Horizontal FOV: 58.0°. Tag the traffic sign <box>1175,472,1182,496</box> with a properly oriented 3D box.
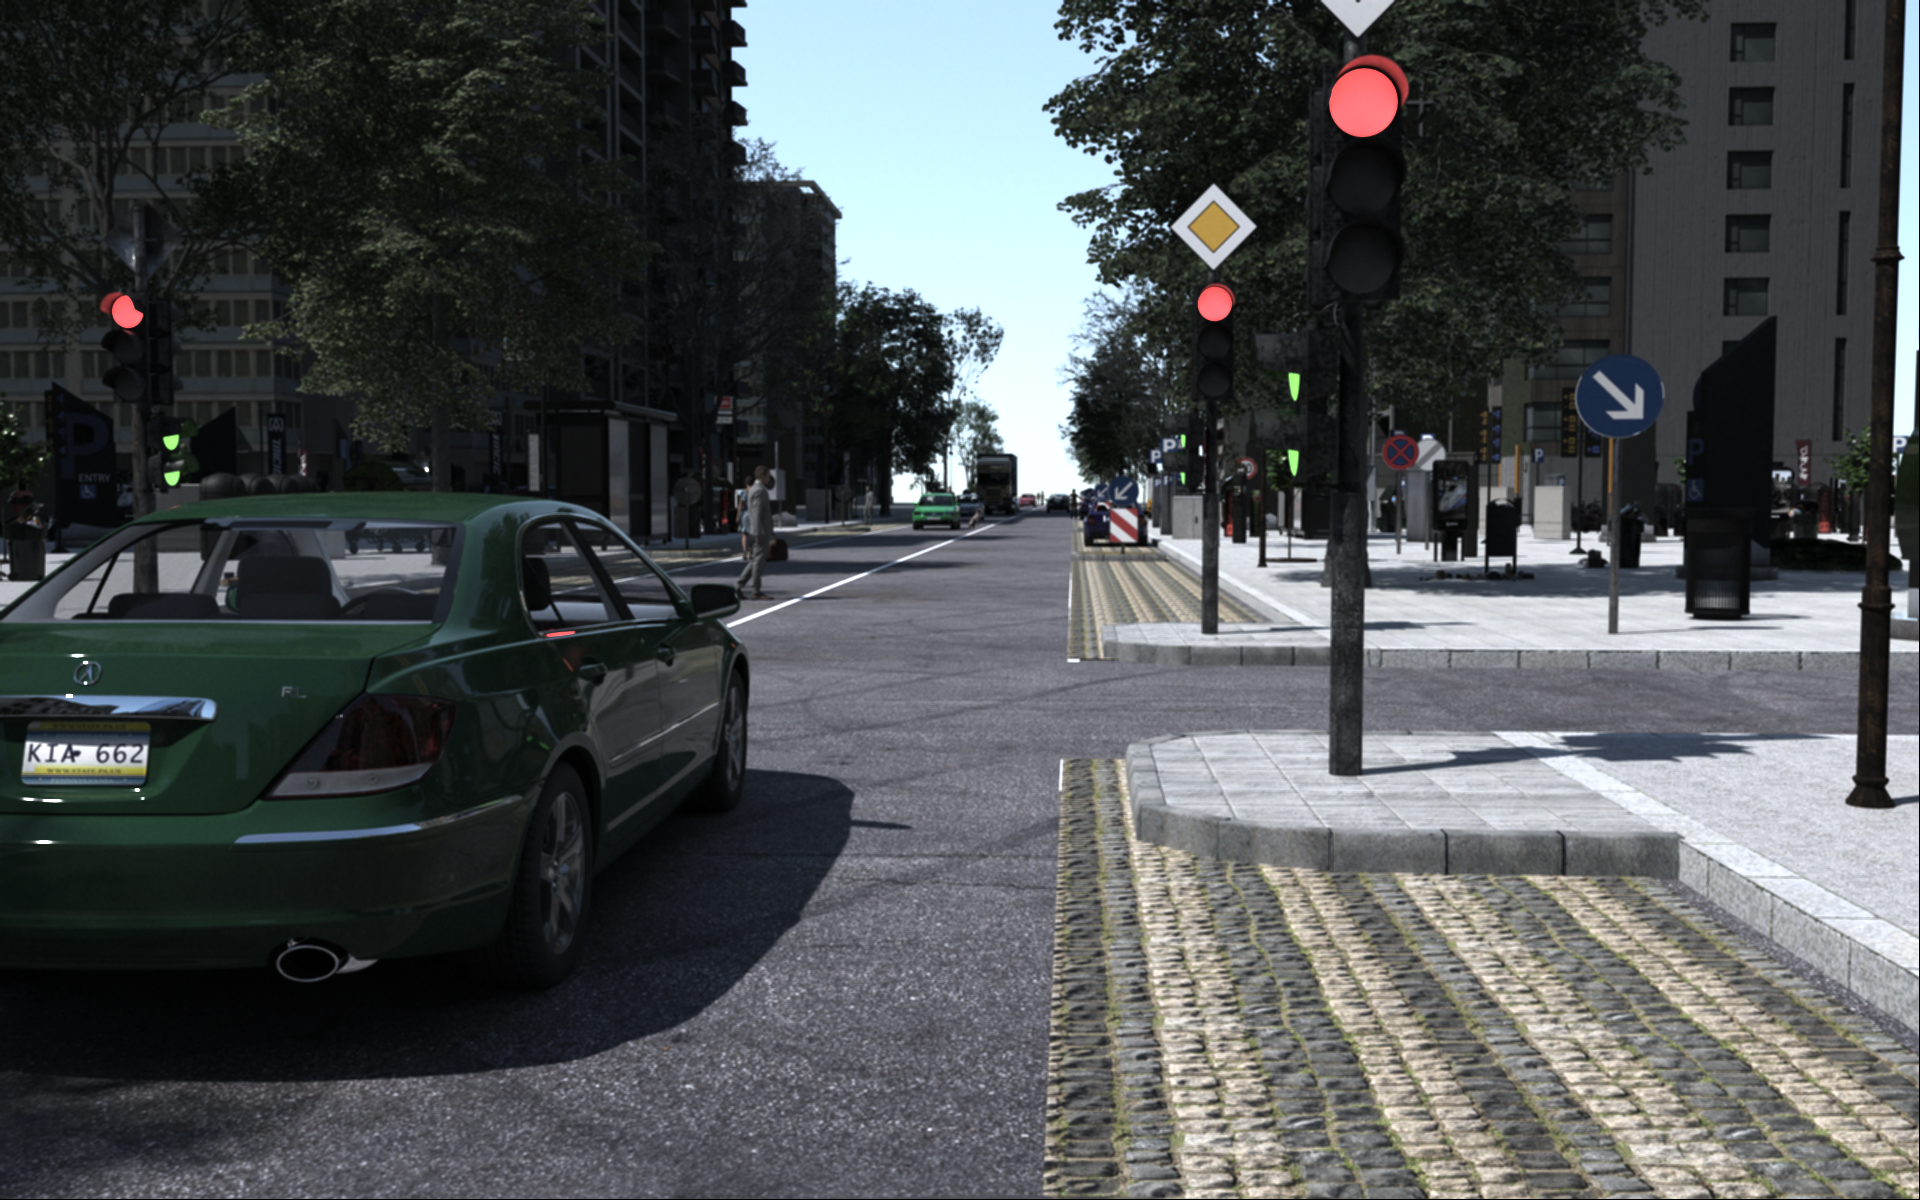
[{"bbox_3d":[7.743,-3.793,62.116,0.768,2.556,0.104,1,4,13],"label":"traffic sign"}]

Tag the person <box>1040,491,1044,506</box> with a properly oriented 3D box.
[{"bbox_3d":[10.080,-12.480,212.560,0.705,1.823,1.348,-1,4,-19],"label":"person"}]

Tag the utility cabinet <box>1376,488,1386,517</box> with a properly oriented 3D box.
[{"bbox_3d":[16.645,-3.612,67.742,1.173,1.500,0.318,0,4,2],"label":"utility cabinet"}]

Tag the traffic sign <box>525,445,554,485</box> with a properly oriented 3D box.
[{"bbox_3d":[-10.838,-2.722,44.615,0.768,2.556,0.104,0,4,5],"label":"traffic sign"}]

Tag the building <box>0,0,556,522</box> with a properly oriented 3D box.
[{"bbox_3d":[-32.961,-23.733,79.919,32.217,40.220,23.993,0,4,4],"label":"building"}]

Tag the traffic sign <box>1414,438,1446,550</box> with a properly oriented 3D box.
[{"bbox_3d":[10.705,-2.417,39.618,0.768,2.556,0.104,1,4,9],"label":"traffic sign"}]

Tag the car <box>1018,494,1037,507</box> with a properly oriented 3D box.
[{"bbox_3d":[7.610,-11.322,194.158,2.155,1.783,4.494,0,4,5],"label":"car"}]

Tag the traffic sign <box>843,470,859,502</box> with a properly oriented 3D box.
[{"bbox_3d":[-5.799,-5.637,92.172,0.884,2.594,0.081,0,4,7],"label":"traffic sign"}]

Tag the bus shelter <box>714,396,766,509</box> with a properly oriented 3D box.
[{"bbox_3d":[-8.786,-5.861,73.464,2.179,5.291,8.768,0,4,4],"label":"bus shelter"}]

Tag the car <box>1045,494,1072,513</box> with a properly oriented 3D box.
[{"bbox_3d":[7.639,-7.501,134.446,2.131,1.459,4.920,0,4,3],"label":"car"}]

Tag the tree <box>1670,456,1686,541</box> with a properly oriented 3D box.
[{"bbox_3d":[20.412,-3.260,47.901,1.663,3.219,1.824,0,3,0],"label":"tree"}]

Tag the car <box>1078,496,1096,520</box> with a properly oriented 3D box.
[{"bbox_3d":[7.553,-5.156,96.882,1.945,1.354,3.894,0,4,4],"label":"car"}]

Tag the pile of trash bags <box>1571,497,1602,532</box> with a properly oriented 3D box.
[{"bbox_3d":[21.332,-3.121,60.788,1.912,1.369,3.447,0,4,-1],"label":"pile of trash bags"}]

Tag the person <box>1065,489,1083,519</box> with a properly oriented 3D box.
[{"bbox_3d":[6.651,-5.595,100.692,1.217,1.735,0.721,1,4,23],"label":"person"}]

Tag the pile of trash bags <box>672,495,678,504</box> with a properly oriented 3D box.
[{"bbox_3d":[-13.318,-4.132,77.306,1.912,1.369,3.447,0,4,1],"label":"pile of trash bags"}]

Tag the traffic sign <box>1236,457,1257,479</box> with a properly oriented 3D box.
[{"bbox_3d":[9.870,-3.656,59.884,0.768,2.556,0.104,0,4,8],"label":"traffic sign"}]

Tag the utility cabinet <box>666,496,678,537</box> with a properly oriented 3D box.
[{"bbox_3d":[-8.975,-2.517,52.318,0.306,1.237,1.020,2,4,35],"label":"utility cabinet"}]

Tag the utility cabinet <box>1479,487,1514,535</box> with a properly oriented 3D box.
[{"bbox_3d":[16.416,-2.710,52.984,0.318,1.500,1.173,-2,4,-26],"label":"utility cabinet"}]

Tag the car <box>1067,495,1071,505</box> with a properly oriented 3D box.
[{"bbox_3d":[13.108,-12.690,219.845,2.083,1.381,4.827,0,4,5],"label":"car"}]

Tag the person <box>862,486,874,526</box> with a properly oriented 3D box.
[{"bbox_3d":[-4.123,-4.256,78.187,0.391,1.810,0.635,-3,5,-41],"label":"person"}]

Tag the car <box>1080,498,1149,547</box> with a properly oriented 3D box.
[{"bbox_3d":[4.316,-2.184,48.293,1.945,1.354,3.894,0,4,4],"label":"car"}]

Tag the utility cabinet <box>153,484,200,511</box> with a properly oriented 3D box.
[{"bbox_3d":[-17.081,-1.792,37.984,1.173,1.500,0.318,-2,4,-28],"label":"utility cabinet"}]

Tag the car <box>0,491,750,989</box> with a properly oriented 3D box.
[{"bbox_3d":[-1.985,0.325,6.483,2.131,1.459,4.920,0,4,3],"label":"car"}]

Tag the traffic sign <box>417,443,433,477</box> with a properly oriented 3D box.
[{"bbox_3d":[-11.952,-2.315,39.034,0.795,2.450,0.064,1,4,9],"label":"traffic sign"}]

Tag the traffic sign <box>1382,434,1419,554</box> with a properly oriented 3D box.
[{"bbox_3d":[9.372,-2.251,36.916,0.768,2.556,0.104,1,4,9],"label":"traffic sign"}]

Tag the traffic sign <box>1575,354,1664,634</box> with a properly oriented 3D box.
[{"bbox_3d":[5.998,-0.961,15.826,0.768,2.556,0.104,1,4,13],"label":"traffic sign"}]

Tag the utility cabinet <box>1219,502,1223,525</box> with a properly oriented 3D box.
[{"bbox_3d":[10.800,-3.752,70.024,1.173,1.500,0.318,3,4,37],"label":"utility cabinet"}]

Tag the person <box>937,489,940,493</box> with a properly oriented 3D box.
[{"bbox_3d":[-1.363,-5.963,106.544,0.990,1.755,0.434,-3,5,-43],"label":"person"}]

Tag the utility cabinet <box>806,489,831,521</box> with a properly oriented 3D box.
[{"bbox_3d":[-6.647,-4.444,81.341,1.173,1.500,0.318,0,4,6],"label":"utility cabinet"}]

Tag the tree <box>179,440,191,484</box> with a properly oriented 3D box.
[{"bbox_3d":[-25.477,-3.799,56.707,1.663,3.219,1.824,0,3,0],"label":"tree"}]

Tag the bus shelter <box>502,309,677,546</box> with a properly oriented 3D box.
[{"bbox_3d":[-8.635,-3.825,40.165,2.179,5.291,8.768,0,4,4],"label":"bus shelter"}]

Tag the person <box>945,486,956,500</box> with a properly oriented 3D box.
[{"bbox_3d":[-0.509,-4.614,84.038,0.694,1.812,0.767,-1,4,-20],"label":"person"}]

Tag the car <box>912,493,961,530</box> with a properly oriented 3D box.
[{"bbox_3d":[-0.934,-3.762,70.297,1.959,1.807,4.718,0,4,3],"label":"car"}]

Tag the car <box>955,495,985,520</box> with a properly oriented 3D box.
[{"bbox_3d":[0.395,-5.142,96.075,2.014,1.417,4.499,0,4,5],"label":"car"}]

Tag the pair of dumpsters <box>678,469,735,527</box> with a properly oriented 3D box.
[{"bbox_3d":[-9.838,-3.933,66.803,1.574,2.255,4.437,0,4,4],"label":"pair of dumpsters"}]

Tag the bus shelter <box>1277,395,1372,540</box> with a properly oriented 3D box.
[{"bbox_3d":[10.715,-4.586,52.612,2.179,5.291,8.768,0,4,4],"label":"bus shelter"}]

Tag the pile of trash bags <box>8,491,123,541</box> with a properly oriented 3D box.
[{"bbox_3d":[-23.984,-2.267,46.811,1.912,1.369,3.447,2,4,28],"label":"pile of trash bags"}]

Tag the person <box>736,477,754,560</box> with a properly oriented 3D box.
[{"bbox_3d":[-4.535,-1.770,37.530,0.616,1.811,0.778,0,4,-2],"label":"person"}]

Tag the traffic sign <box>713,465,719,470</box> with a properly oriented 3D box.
[{"bbox_3d":[-10.753,-4.574,74.894,0.768,2.556,0.104,0,4,5],"label":"traffic sign"}]

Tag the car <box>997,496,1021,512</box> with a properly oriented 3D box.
[{"bbox_3d":[4.010,-7.985,142.919,2.083,1.381,4.827,0,4,2],"label":"car"}]

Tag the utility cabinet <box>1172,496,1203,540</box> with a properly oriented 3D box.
[{"bbox_3d":[6.534,-2.315,49.009,1.020,1.237,0.306,1,4,21],"label":"utility cabinet"}]

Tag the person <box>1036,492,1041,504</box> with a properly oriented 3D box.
[{"bbox_3d":[11.152,-14.487,246.178,1.217,1.723,0.721,0,4,7],"label":"person"}]

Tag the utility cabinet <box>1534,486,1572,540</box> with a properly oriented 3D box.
[{"bbox_3d":[16.586,-2.433,48.460,0.318,1.500,1.173,-1,4,-21],"label":"utility cabinet"}]

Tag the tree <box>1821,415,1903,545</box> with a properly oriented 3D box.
[{"bbox_3d":[22.284,-2.928,42.482,1.663,3.219,1.824,0,3,0],"label":"tree"}]

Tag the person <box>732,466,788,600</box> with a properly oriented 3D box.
[{"bbox_3d":[-2.694,-0.903,23.385,0.853,1.813,0.709,-1,4,-18],"label":"person"}]

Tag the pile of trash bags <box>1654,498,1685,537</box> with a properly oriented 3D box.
[{"bbox_3d":[22.169,-2.598,52.236,3.447,1.369,1.912,2,4,28],"label":"pile of trash bags"}]
